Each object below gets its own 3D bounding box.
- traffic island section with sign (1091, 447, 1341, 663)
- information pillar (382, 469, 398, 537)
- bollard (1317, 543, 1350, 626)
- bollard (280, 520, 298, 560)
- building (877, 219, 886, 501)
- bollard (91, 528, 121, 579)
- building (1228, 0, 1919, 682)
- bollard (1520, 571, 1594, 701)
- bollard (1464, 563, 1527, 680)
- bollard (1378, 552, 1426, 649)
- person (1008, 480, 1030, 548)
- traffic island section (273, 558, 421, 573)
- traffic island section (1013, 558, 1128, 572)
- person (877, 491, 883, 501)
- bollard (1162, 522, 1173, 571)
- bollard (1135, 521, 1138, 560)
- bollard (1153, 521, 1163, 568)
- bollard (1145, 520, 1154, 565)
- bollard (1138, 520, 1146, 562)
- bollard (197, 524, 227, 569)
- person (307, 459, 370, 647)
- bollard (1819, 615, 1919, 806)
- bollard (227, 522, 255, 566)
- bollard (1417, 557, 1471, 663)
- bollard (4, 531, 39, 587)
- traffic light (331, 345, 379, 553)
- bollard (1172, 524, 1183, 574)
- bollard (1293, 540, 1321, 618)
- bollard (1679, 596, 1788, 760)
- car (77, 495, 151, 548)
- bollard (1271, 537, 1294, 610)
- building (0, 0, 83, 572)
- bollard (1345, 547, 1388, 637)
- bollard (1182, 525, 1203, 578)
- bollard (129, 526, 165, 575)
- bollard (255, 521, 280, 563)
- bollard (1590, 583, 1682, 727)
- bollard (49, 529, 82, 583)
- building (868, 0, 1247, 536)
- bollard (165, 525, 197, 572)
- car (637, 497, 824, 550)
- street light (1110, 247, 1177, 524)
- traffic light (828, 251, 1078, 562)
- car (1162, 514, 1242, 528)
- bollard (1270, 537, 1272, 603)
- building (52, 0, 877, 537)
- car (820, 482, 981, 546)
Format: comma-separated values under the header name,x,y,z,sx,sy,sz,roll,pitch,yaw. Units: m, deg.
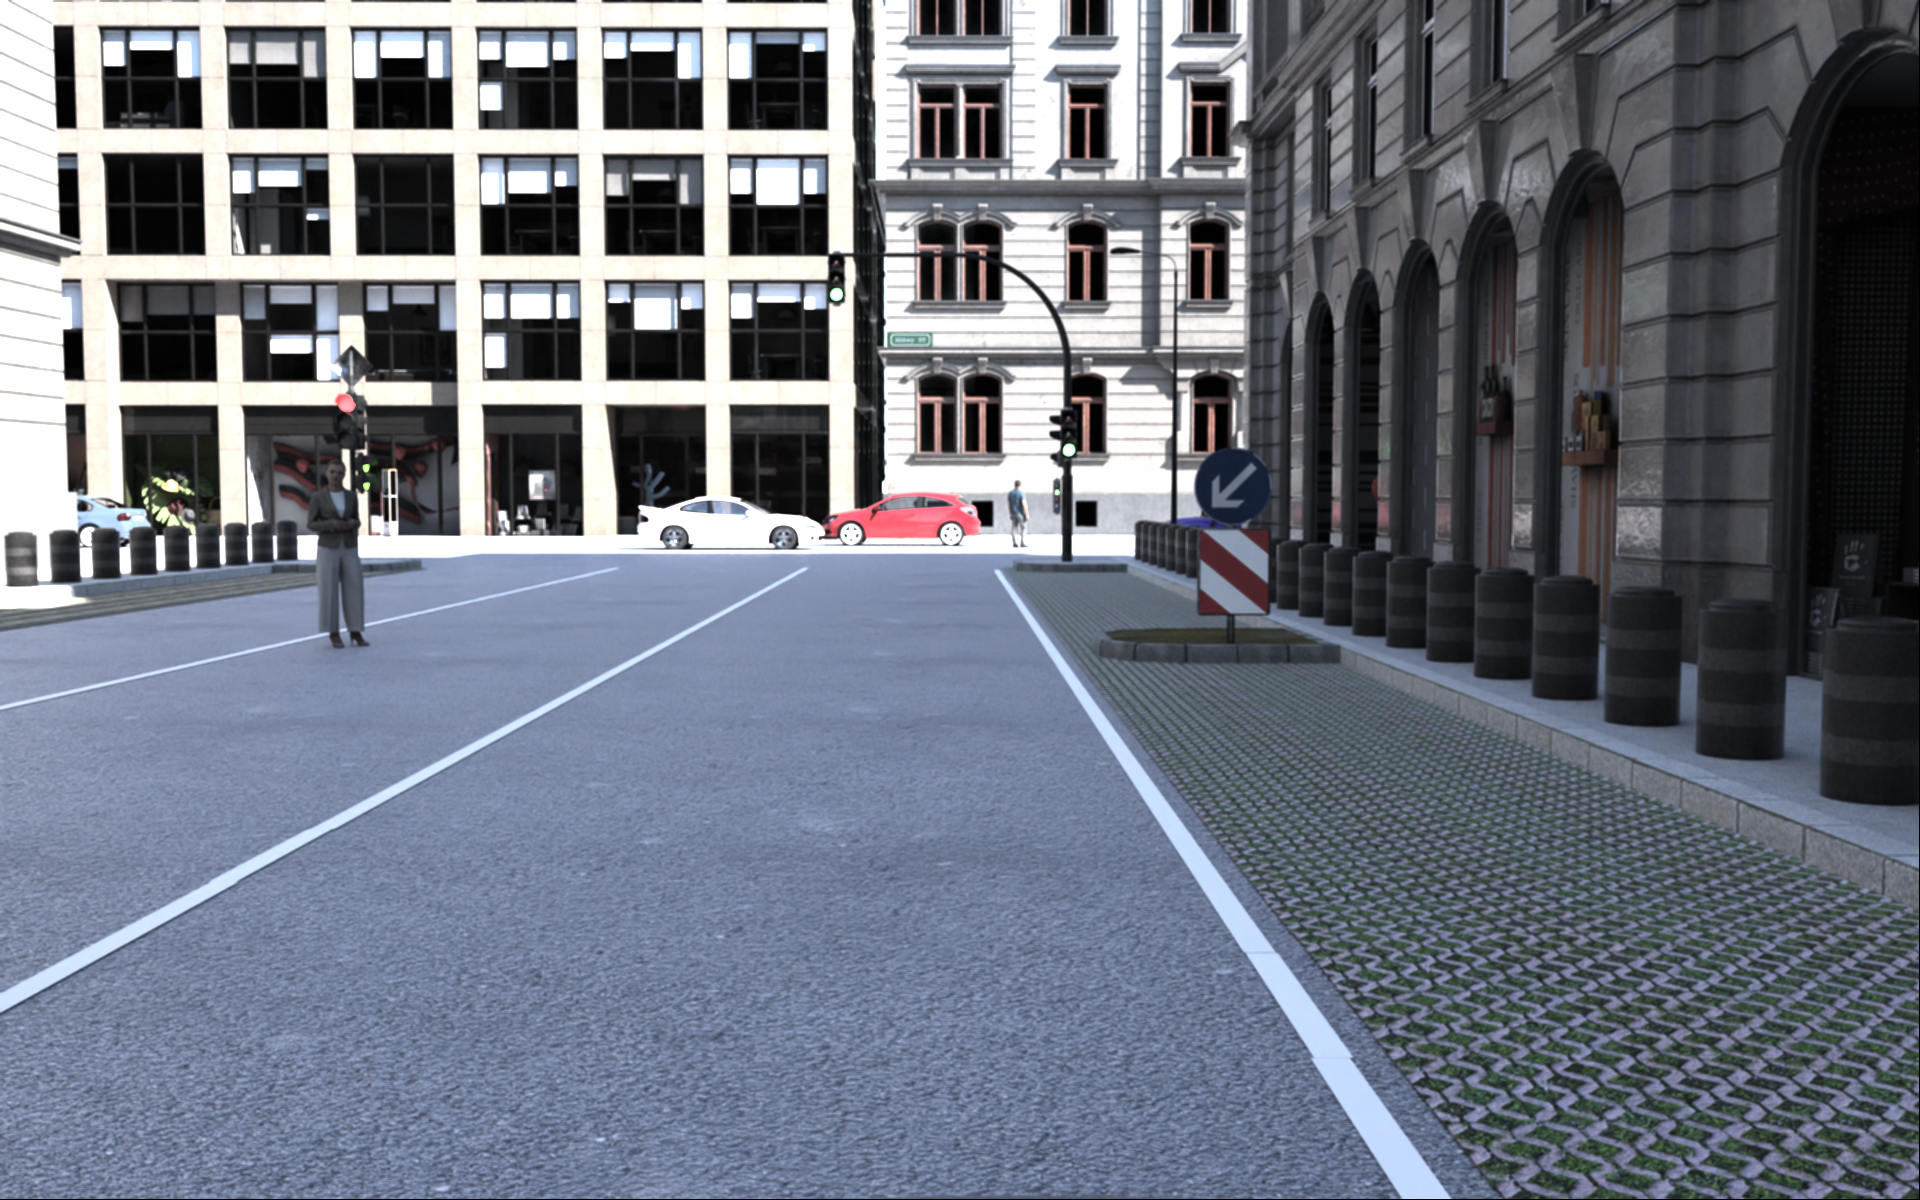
name,x,y,z,sx,sy,sz,roll,pitch,yaw
traffic island section with sign,2.211,-0.421,15.516,1.989,1.847,2.006,0,4,-1
information pillar,-16.919,-2.869,51.407,0.304,2.012,0.304,2,4,29
bollard,3.767,-0.137,16.955,0.404,0.777,0.398,0,3,0
bollard,-13.069,-1.157,33.628,0.404,0.777,0.398,0,3,0
building,-21.669,-32.695,226.439,23.993,40.220,32.217,0,4,-1
bollard,-13.000,-0.712,26.360,0.404,0.777,0.398,0,3,0
building,11.136,-10.879,19.668,13.314,21.916,24.055,0,4,-1
bollard,3.823,0.232,10.929,0.404,0.777,0.398,0,3,0
bollard,3.812,0.158,12.130,0.404,0.777,0.398,0,3,0
bollard,3.788,0.011,14.545,0.404,0.777,0.398,0,3,0
person,1.582,-2.302,46.264,0.434,1.807,0.598,-3,5,-41
traffic island section,-11.492,-0.646,32.839,2.009,0.180,2.903,0,4,-1
traffic island section,2.049,-0.653,32.959,2.009,0.180,2.903,0,4,-1
person,-9.611,-12.148,207.216,1.348,1.812,0.705,0,4,-1
bollard,3.652,-0.875,29.017,0.404,0.777,0.398,0,3,0
bollard,3.613,-1.170,33.845,0.404,0.777,0.398,0,3,0
bollard,3.644,-0.949,30.228,0.404,0.777,0.398,0,3,0
bollard,3.630,-1.023,31.442,0.404,0.777,0.398,0,3,0
bollard,3.620,-1.096,32.643,0.404,0.777,0.398,0,3,0
bollard,-13.032,-0.935,30.012,0.404,0.777,0.398,0,3,0
person,-5.813,-0.438,16.206,0.519,1.759,0.362,-3,4,-39
bollard,3.854,0.454,7.297,0.404,0.777,0.398,0,3,0
bollard,-13.049,-1.010,31.225,0.404,0.777,0.398,0,3,0
bollard,3.800,0.085,13.332,0.404,0.777,0.398,0,3,0
bollard,-12.982,-0.565,23.952,0.404,0.777,0.398,0,3,0
traffic light,-11.452,-2.678,32.704,0.839,4.253,0.868,0,4,-1
bollard,3.669,-0.801,27.816,0.404,0.777,0.398,0,3,0
bollard,3.757,-0.210,18.157,0.404,0.777,0.398,0,3,0
bollard,3.840,0.379,8.513,0.404,0.777,0.398,0,3,0
car,-24.280,-2.122,46.693,4.499,1.417,2.014,0,4,0
bollard,3.744,-0.284,19.358,0.404,0.777,0.398,0,3,0
building,-26.802,-14.457,23.759,23.554,28.519,14.401,0,4,-1
bollard,3.776,-0.063,15.748,0.404,0.777,0.398,0,3,0
bollard,3.676,-0.726,26.595,0.404,0.777,0.398,0,3,0
bollard,-13.013,-0.787,27.592,0.404,0.777,0.398,0,3,0
bollard,-13.060,-1.083,32.427,0.404,0.777,0.398,0,3,0
bollard,3.832,0.306,9.715,0.404,0.777,0.398,0,3,0
bollard,-12.994,-0.638,25.155,0.404,0.777,0.398,0,3,0
building,8.689,-16.602,58.828,23.554,28.519,14.401,0,4,-1
bollard,-13.025,-0.862,28.806,0.404,0.777,0.398,0,3,0
car,-5.944,-1.996,44.994,4.827,1.381,2.083,0,4,0
street light,3.525,-3.684,32.771,1.470,5.913,1.316,0,4,-1
traffic light,-0.082,-3.548,32.684,4.771,5.953,1.251,0,4,-1
car,6.884,-1.857,42.940,3.894,1.354,1.945,0,4,1
bollard,3.734,-0.357,20.560,0.404,0.777,0.398,0,3,0
building,-20.305,-15.673,60.762,34.151,26.468,19.350,0,4,-1
car,-1.668,-2.398,48.252,4.494,1.783,2.155,0,4,1
